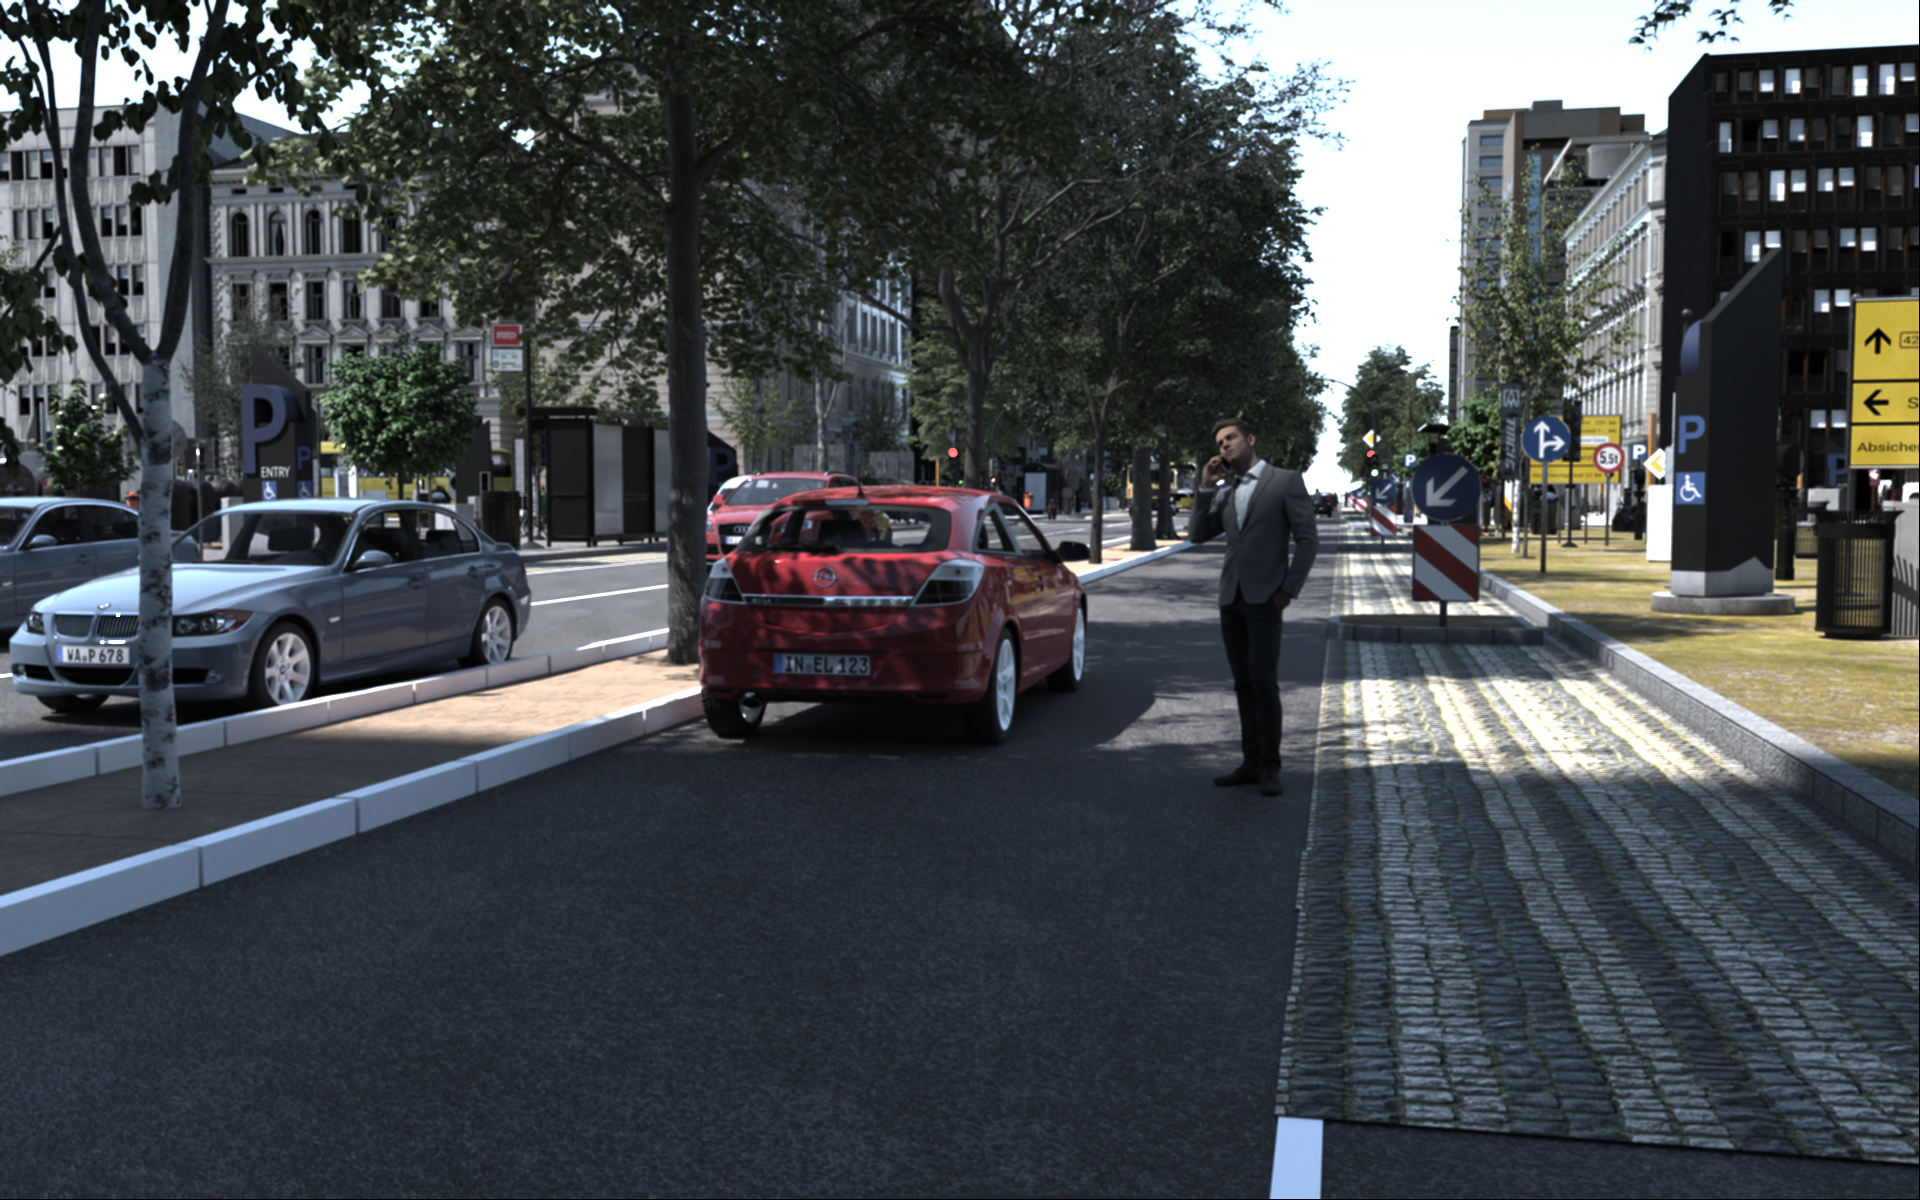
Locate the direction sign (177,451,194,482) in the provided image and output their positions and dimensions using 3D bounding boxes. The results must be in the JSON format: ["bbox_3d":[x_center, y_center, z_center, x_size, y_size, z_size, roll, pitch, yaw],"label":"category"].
[{"bbox_3d":[-33.164,-5.029,74.214,0.876,3.537,0.379,1,4,17],"label":"direction sign"}]

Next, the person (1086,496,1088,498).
[{"bbox_3d":[17.534,-13.906,235.996,0.705,1.807,1.348,2,4,26],"label":"person"}]

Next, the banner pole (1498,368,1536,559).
[{"bbox_3d":[11.082,-2.718,34.456,0.863,3.779,0.401,-1,4,-17],"label":"banner pole"}]

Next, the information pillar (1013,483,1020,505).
[{"bbox_3d":[3.627,-6.519,111.075,0.304,2.012,0.304,-3,4,-39],"label":"information pillar"}]

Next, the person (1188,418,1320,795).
[{"bbox_3d":[1.423,0.014,8.451,0.473,1.802,0.592,-2,4,-28],"label":"person"}]

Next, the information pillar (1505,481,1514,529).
[{"bbox_3d":[20.117,-4.409,63.440,0.183,3.616,0.504,-1,4,-19],"label":"information pillar"}]

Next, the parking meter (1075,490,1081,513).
[{"bbox_3d":[8.575,-7.184,125.869,0.372,1.533,0.369,0,3,0],"label":"parking meter"}]

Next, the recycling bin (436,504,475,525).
[{"bbox_3d":[-13.026,-1.965,44.688,0.722,1.027,0.722,2,4,25],"label":"recycling bin"}]

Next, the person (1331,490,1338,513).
[{"bbox_3d":[29.117,-7.695,134.727,0.576,1.772,0.534,1,4,14],"label":"person"}]

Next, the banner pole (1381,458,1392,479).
[{"bbox_3d":[29.537,-7.936,119.764,0.863,3.779,0.401,0,4,8],"label":"banner pole"}]

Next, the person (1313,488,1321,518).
[{"bbox_3d":[21.097,-5.744,102.589,0.709,1.800,0.728,-1,4,-12],"label":"person"}]

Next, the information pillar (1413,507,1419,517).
[{"bbox_3d":[26.130,-6.574,98.833,0.183,3.616,0.504,2,4,32],"label":"information pillar"}]

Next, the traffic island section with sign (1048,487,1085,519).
[{"bbox_3d":[6.210,-5.618,100.488,1.989,1.847,2.006,1,4,12],"label":"traffic island section with sign"}]

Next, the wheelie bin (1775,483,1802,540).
[{"bbox_3d":[23.273,-2.506,48.873,0.980,1.594,0.693,0,4,3],"label":"wheelie bin"}]

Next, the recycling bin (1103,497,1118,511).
[{"bbox_3d":[11.788,-7.450,134.366,0.722,1.027,0.722,-1,4,-17],"label":"recycling bin"}]

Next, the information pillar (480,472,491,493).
[{"bbox_3d":[-15.921,-3.283,58.169,0.304,2.012,0.304,0,4,-5],"label":"information pillar"}]

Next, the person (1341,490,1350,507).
[{"bbox_3d":[42.622,-11.204,191.310,1.348,1.869,0.705,-1,4,-19],"label":"person"}]

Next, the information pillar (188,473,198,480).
[{"bbox_3d":[-26.339,-3.375,59.674,0.304,2.012,0.304,2,4,34],"label":"information pillar"}]

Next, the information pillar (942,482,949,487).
[{"bbox_3d":[-0.870,-6.026,103.012,0.304,2.012,0.304,-3,4,-38],"label":"information pillar"}]

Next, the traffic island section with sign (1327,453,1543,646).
[{"bbox_3d":[4.717,-0.536,17.387,1.989,1.847,2.006,1,4,12],"label":"traffic island section with sign"}]

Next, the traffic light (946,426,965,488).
[{"bbox_3d":[-0.204,-5.035,71.249,0.839,4.253,0.868,1,4,12],"label":"traffic light"}]

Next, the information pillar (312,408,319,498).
[{"bbox_3d":[-15.401,-3.029,40.871,0.183,3.616,0.504,3,4,38],"label":"information pillar"}]

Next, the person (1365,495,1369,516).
[{"bbox_3d":[25.041,-5.954,106.022,0.466,1.800,0.511,1,4,23],"label":"person"}]

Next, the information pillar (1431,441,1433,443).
[{"bbox_3d":[20.974,-5.235,76.946,0.183,3.616,0.504,2,4,28],"label":"information pillar"}]

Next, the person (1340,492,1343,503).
[{"bbox_3d":[60.501,-16.250,274.863,0.551,1.740,0.621,1,4,12],"label":"person"}]

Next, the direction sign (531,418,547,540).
[{"bbox_3d":[-11.733,-3.439,48.233,0.379,3.537,0.876,1,4,22],"label":"direction sign"}]

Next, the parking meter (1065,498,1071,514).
[{"bbox_3d":[6.905,-6.251,110.608,0.372,1.533,0.369,0,3,0],"label":"parking meter"}]

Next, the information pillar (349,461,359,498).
[{"bbox_3d":[-17.482,-3.584,49.951,0.183,3.616,0.504,-3,5,-42],"label":"information pillar"}]

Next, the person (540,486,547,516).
[{"bbox_3d":[-19.627,-4.448,81.478,0.529,1.795,0.600,1,4,15],"label":"person"}]

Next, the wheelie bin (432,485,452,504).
[{"bbox_3d":[-18.275,-3.239,60.862,0.693,1.594,0.980,-2,4,-33],"label":"wheelie bin"}]

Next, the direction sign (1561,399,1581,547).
[{"bbox_3d":[14.730,-3.043,41.757,0.876,3.537,0.379,-3,5,-44],"label":"direction sign"}]

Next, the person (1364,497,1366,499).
[{"bbox_3d":[33.226,-8.079,141.599,0.522,1.701,0.512,1,4,10],"label":"person"}]

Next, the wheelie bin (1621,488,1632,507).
[{"bbox_3d":[35.144,-5.067,90.745,0.980,1.594,0.693,2,4,27],"label":"wheelie bin"}]

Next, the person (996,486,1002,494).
[{"bbox_3d":[1.838,-4.481,81.865,0.391,1.810,0.635,0,4,-7],"label":"person"}]

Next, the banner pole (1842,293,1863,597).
[{"bbox_3d":[11.311,-1.926,21.514,0.401,3.779,0.863,-3,4,-36],"label":"banner pole"}]

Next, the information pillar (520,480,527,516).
[{"bbox_3d":[-22.996,-5.302,91.178,0.304,2.012,0.304,3,5,40],"label":"information pillar"}]

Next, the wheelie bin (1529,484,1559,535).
[{"bbox_3d":[18.361,-2.845,54.428,0.693,1.594,0.980,-2,4,-31],"label":"wheelie bin"}]

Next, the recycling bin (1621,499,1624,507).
[{"bbox_3d":[38.106,-5.263,98.601,0.722,1.027,0.722,3,5,40],"label":"recycling bin"}]

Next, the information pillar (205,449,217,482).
[{"bbox_3d":[-32.878,-5.179,76.027,0.504,3.616,0.183,-1,4,-16],"label":"information pillar"}]

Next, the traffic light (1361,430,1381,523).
[{"bbox_3d":[17.892,-5.292,75.451,0.839,4.253,0.868,1,4,12],"label":"traffic light"}]

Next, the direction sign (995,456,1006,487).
[{"bbox_3d":[2.325,-6.778,102.819,0.876,3.537,0.379,1,4,14],"label":"direction sign"}]

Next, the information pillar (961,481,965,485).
[{"bbox_3d":[0.257,-5.751,98.523,0.304,2.012,0.304,-2,4,-30],"label":"information pillar"}]

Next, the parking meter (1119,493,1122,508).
[{"bbox_3d":[13.965,-8.808,149.726,0.399,1.863,0.255,-1,4,-19],"label":"parking meter"}]

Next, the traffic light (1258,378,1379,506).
[{"bbox_3d":[14.104,-5.706,67.965,4.771,5.953,1.251,1,4,12],"label":"traffic light"}]

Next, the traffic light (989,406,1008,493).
[{"bbox_3d":[3.584,-6.358,78.628,4.771,5.953,1.251,1,4,12],"label":"traffic light"}]

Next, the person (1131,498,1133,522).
[{"bbox_3d":[8.033,-4.287,78.936,0.601,1.785,0.444,-3,5,-44],"label":"person"}]

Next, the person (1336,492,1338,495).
[{"bbox_3d":[63.660,-17.345,293.013,0.541,1.710,0.530,2,4,30],"label":"person"}]

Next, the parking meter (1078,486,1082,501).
[{"bbox_3d":[8.936,-7.614,130.197,0.255,1.863,0.399,-2,4,-29],"label":"parking meter"}]

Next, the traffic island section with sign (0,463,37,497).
[{"bbox_3d":[-11.543,-0.713,20.292,1.989,1.847,2.006,1,4,12],"label":"traffic island section with sign"}]

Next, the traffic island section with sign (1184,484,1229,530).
[{"bbox_3d":[10.057,-3.745,69.361,2.006,1.907,1.989,1,4,12],"label":"traffic island section with sign"}]

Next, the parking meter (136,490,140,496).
[{"bbox_3d":[-46.418,-5.483,98.062,0.372,1.533,0.369,0,3,0],"label":"parking meter"}]

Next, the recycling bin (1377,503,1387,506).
[{"bbox_3d":[35.500,-8.136,145.583,0.722,1.027,0.722,-1,4,-23],"label":"recycling bin"}]

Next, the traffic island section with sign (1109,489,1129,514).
[{"bbox_3d":[12.036,-7.228,126.808,1.989,1.847,2.006,1,4,12],"label":"traffic island section with sign"}]

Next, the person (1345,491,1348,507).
[{"bbox_3d":[39.205,-10.172,175.727,0.530,1.710,0.541,3,5,40],"label":"person"}]
